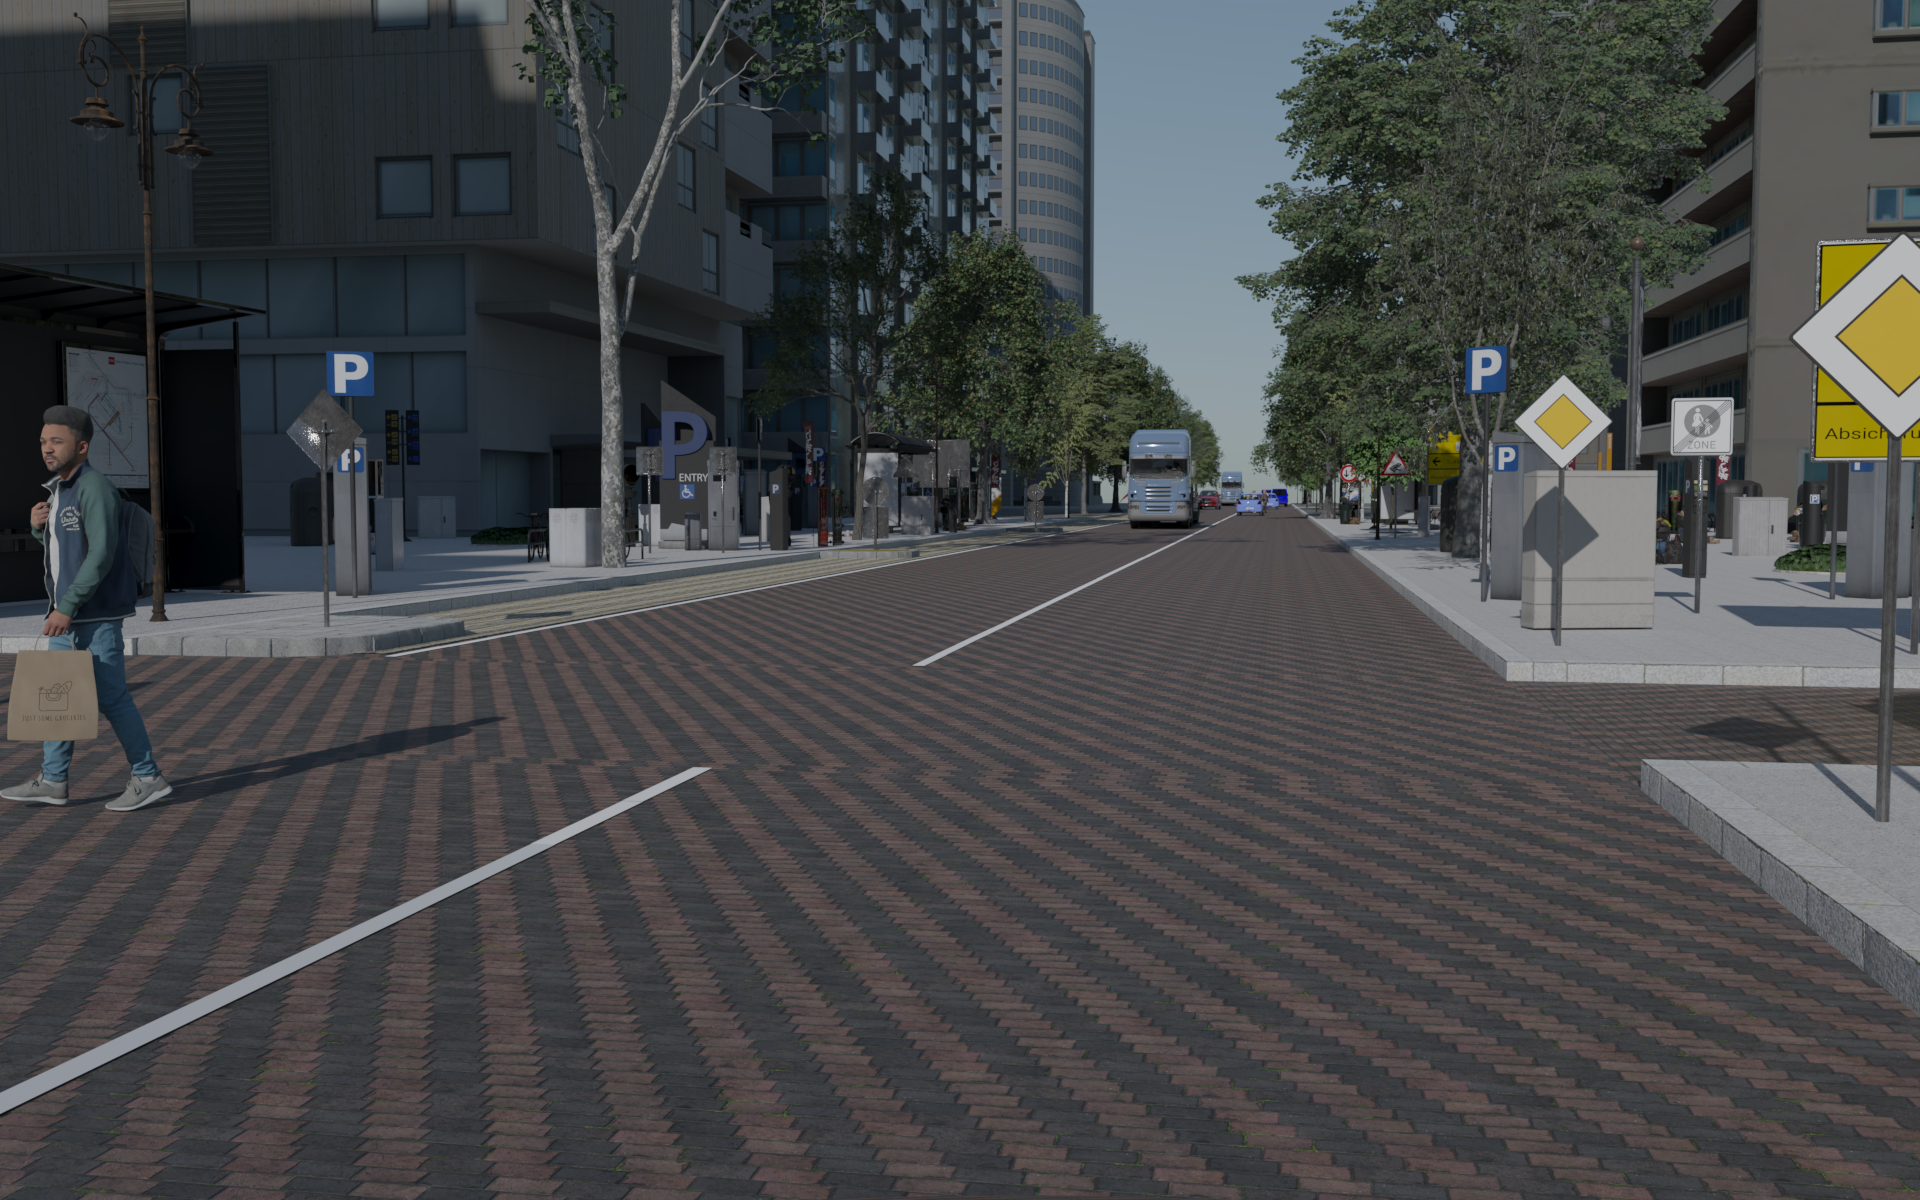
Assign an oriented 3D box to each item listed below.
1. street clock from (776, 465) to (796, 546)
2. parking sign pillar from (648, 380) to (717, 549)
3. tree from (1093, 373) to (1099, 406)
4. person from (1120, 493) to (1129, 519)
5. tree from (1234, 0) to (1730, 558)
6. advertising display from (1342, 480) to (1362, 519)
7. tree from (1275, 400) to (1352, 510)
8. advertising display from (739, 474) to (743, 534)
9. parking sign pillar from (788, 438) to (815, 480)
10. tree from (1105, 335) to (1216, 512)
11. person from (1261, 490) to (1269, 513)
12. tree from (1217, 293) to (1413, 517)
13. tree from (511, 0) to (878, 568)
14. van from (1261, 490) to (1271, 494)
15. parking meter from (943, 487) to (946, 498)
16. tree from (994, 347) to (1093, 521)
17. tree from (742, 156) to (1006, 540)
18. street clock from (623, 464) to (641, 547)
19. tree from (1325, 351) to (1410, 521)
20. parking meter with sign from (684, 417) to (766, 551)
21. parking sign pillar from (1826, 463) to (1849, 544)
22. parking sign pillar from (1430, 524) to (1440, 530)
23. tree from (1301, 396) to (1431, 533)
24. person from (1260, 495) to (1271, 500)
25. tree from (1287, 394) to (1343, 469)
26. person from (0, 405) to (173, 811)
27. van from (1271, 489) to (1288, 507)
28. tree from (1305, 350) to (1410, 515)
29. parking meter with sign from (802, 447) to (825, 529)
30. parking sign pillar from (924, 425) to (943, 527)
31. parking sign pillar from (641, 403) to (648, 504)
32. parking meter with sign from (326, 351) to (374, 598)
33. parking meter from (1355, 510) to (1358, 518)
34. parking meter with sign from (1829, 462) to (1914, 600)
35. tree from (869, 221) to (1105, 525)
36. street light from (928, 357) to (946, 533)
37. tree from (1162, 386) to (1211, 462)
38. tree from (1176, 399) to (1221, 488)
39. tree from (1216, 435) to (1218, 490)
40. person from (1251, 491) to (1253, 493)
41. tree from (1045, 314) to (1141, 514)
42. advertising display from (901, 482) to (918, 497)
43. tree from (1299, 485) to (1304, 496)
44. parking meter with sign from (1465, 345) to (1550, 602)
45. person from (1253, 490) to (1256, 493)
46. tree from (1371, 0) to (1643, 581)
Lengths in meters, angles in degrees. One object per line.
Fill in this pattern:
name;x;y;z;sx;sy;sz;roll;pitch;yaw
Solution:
street clock;-4.296;-2.334;42.737;0.471;2.002;0.358;-2;4;-32
parking sign pillar;-6.415;-3.206;40.897;1.447;3.967;1.447;0;4;3
tree;5.796;-8.939;96.508;4.737;8.622;4.395;0;3;0
person;9.798;-5.546;99.117;1.348;1.831;0.705;0;4;5
tree;10.192;-7.827;34.633;9.857;13.997;8.962;0;3;0
advertising display;17.508;-4.419;77.466;0.123;1.923;0.974;-3;5;-42
tree;30.027;-13.806;143.853;7.486;12.596;7.792;0;3;0
advertising display;-6.761;-3.064;55.306;0.123;1.923;0.974;-2;4;-34
parking sign pillar;-7.513;-5.730;82.159;1.447;3.967;1.447;0;4;-5
tree;11.345;-12.705;124.739;9.611;12.733;9.660;0;3;0
person;22.905;-7.400;130.042;0.990;1.755;0.434;-3;5;-42
tree;20.454;-10.899;95.212;9.611;12.733;9.660;0;3;0
tree;-5.025;-10.559;28.536;12.611;20.169;13.585;0;3;0
van;42.025;-14.182;236.267;2.240;2.365;5.245;1;4;12
parking meter;-0.816;-4.696;82.487;0.399;1.863;0.255;2;4;34
tree;3.371;-8.098;82.767;4.737;8.622;4.395;0;3;0
tree;-2.560;-6.939;47.863;7.601;10.594;8.767;1;4;20
street clock;-7.964;-2.279;41.834;0.471;2.002;0.358;-3;4;-36
tree;19.453;-8.079;82.460;4.737;8.622;4.395;0;3;0
parking meter with sign;-5.376;-2.634;39.319;1.738;3.016;0.543;0;4;-2
parking sign pillar;19.823;-3.032;38.041;1.447;3.967;1.447;-3;5;-43
parking sign pillar;17.693;-4.531;62.552;1.447;3.967;1.447;1;4;10
tree;14.298;-4.507;57.409;4.285;4.588;4.351;0;3;0
person;27.687;-9.086;157.771;1.217;1.735;0.721;1;4;16
tree;27.938;-12.062;131.622;7.601;10.594;8.767;3;5;41
person;-3.941;0.044;7.761;0.713;1.824;0.794;-2;4;-24
van;36.183;-11.754;196.555;2.240;2.365;5.245;1;4;8
tree;23.604;-11.031;106.109;9.928;11.665;9.643;0;3;0
parking meter with sign;-5.605;-4.199;64.917;0.543;3.016;1.738;-2;4;-24
parking sign pillar;-1.032;-4.809;67.100;1.447;3.967;1.447;1;4;16
parking sign pillar;-8.989;-3.877;51.866;1.447;3.967;1.447;2;4;26
parking meter with sign;-7.720;-1.576;22.030;0.543;3.016;1.738;-1;4;-19
parking meter;19.873;-4.803;86.941;0.372;1.533;0.369;0;3;0
parking meter with sign;11.363;-1.532;21.317;1.738;3.016;0.543;-2;4;-24
tree;0.974;-9.534;72.884;9.611;12.733;9.660;0;3;0
street light;-0.763;-5.141;56.842;0.468;5.910;1.993;1;4;10
tree;21.505;-16.735;183.990;12.009;13.543;11.850;0;3;0
tree;26.125;-17.675;207.108;7.486;12.596;7.792;0;3;0
tree;16.290;-14.257;150.110;9.611;12.733;9.660;0;3;0
person;31.704;-10.900;187.451;1.217;1.736;0.721;-1;4;-21
tree;7.745;-11.661;108.790;7.486;12.596;7.792;0;3;0
advertising display;-2.700;-5.298;91.829;0.974;1.923;0.123;-1;4;-18
tree;47.689;-17.667;239.214;4.737;8.622;4.395;0;3;0
parking meter with sign;6.860;-1.518;21.084;1.738;3.016;0.543;-3;5;-41
person;22.232;-7.433;130.963;0.436;1.711;0.756;-1;4;-12
tree;7.888;-4.607;25.692;4.360;8.622;3.978;0;3;0
